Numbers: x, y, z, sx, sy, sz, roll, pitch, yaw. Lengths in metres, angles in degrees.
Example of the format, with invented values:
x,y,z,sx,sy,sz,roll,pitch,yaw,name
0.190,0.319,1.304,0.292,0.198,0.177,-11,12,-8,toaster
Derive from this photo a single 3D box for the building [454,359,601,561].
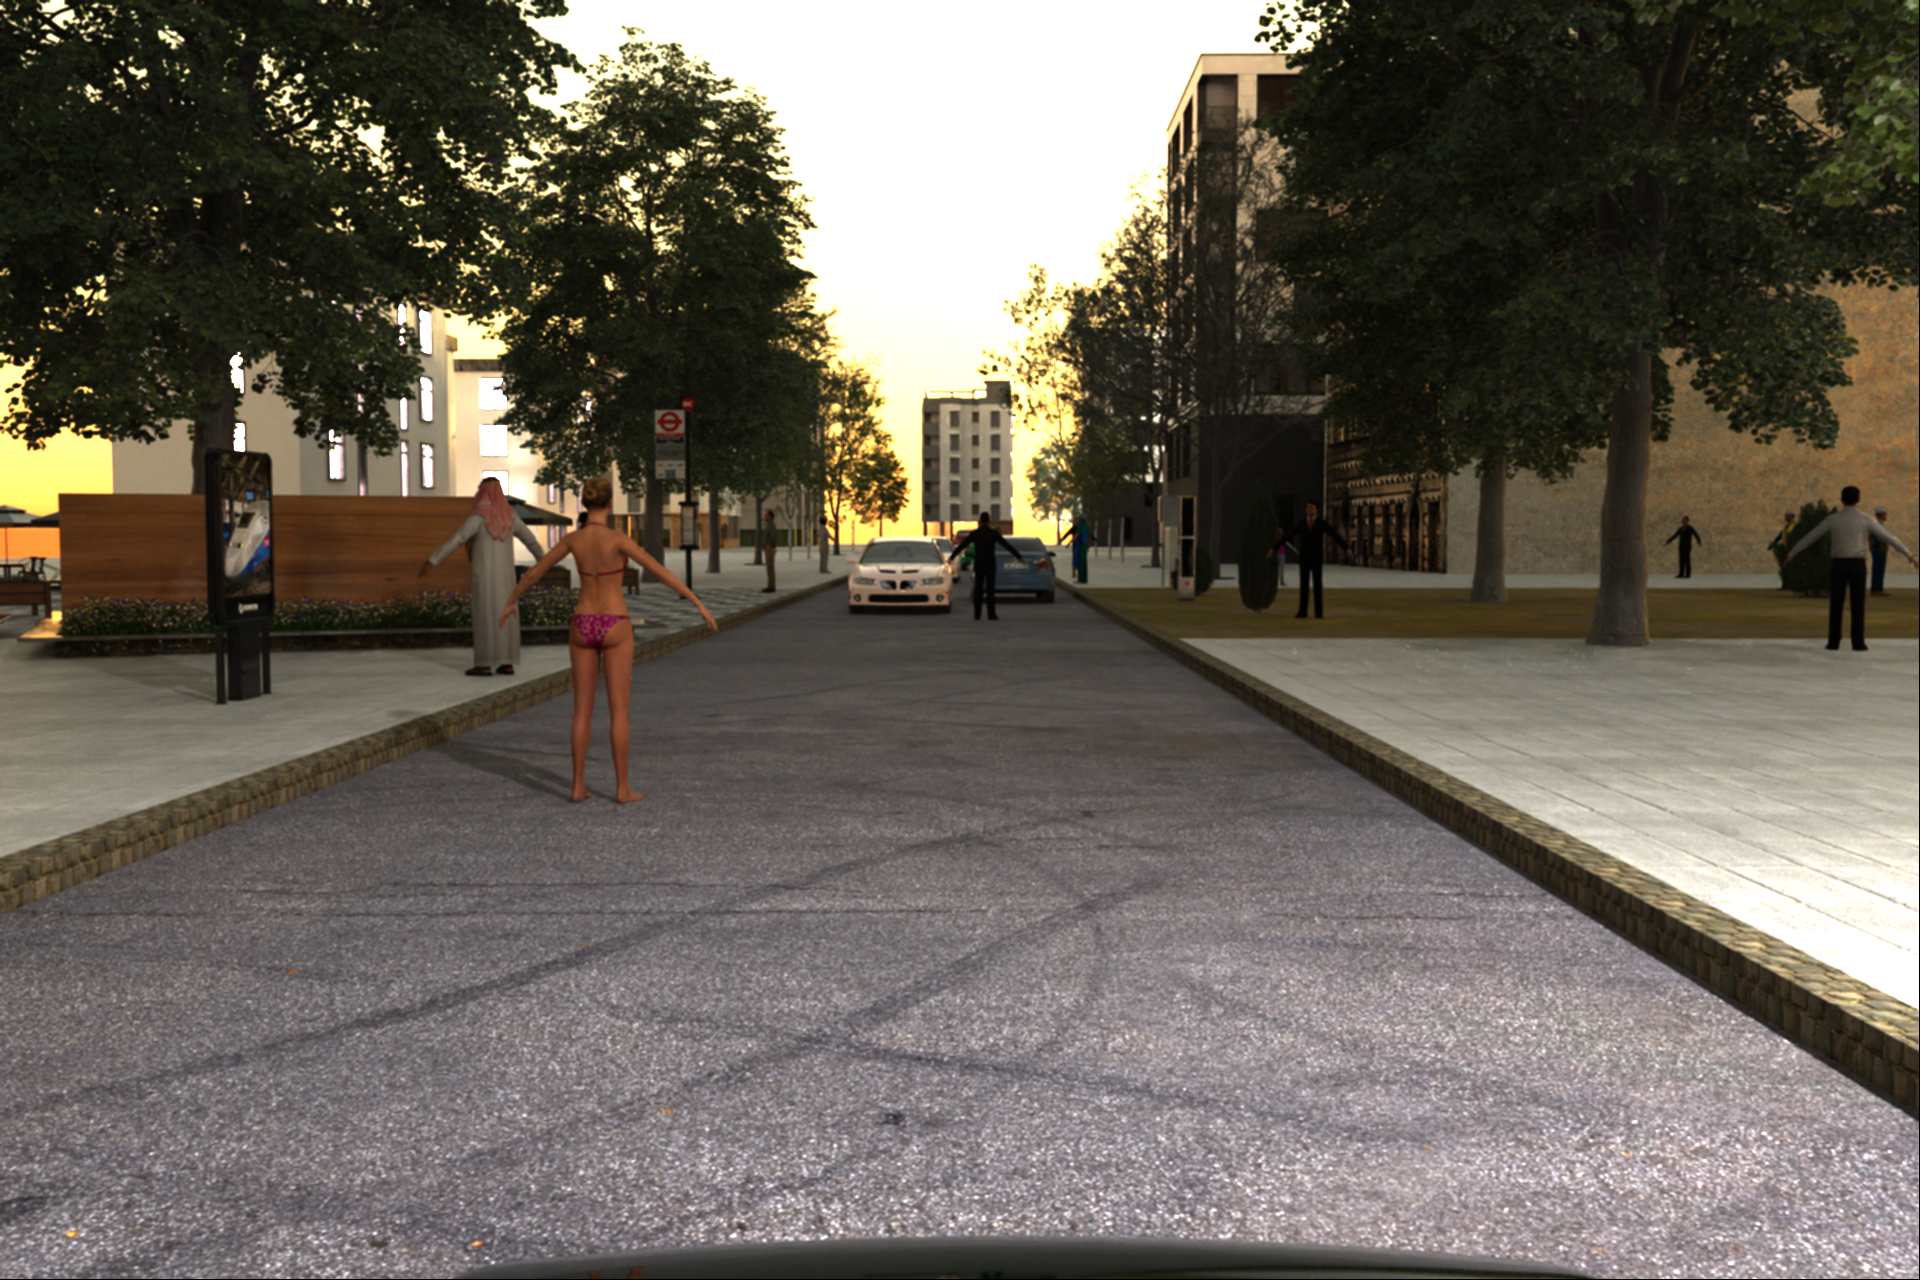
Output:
x,y,z,sx,sy,sz,roll,pitch,yaw,name
-24.622,-9.471,97.003,9.099,9.664,28.070,0,4,0,building

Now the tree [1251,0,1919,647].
x,y,z,sx,sy,sz,roll,pitch,yaw,name
7.701,-6.920,19.794,9.857,13.997,8.962,0,3,0,tree

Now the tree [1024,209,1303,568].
x,y,z,sx,sy,sz,roll,pitch,yaw,name
7.428,-9.530,66.190,12.009,13.543,11.850,0,3,0,tree

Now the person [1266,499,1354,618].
x,y,z,sx,sy,sz,roll,pitch,yaw,name
5.349,-1.237,26.408,1.347,1.806,0.705,2,4,26,person

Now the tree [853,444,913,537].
x,y,z,sx,sy,sz,roll,pitch,yaw,name
-9.489,-18.250,216.522,7.486,12.596,7.792,0,3,0,tree

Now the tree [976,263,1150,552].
x,y,z,sx,sy,sz,roll,pitch,yaw,name
7.460,-16.216,121.028,12.611,20.169,13.585,0,3,0,tree

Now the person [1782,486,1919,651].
x,y,z,sx,sy,sz,roll,pitch,yaw,name
9.830,-0.795,19.158,1.344,1.810,0.704,2,4,32,person

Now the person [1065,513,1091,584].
x,y,z,sx,sy,sz,roll,pitch,yaw,name
3.098,-2.346,44.476,0.704,1.817,1.347,2,4,30,person

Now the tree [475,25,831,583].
x,y,z,sx,sy,sz,roll,pitch,yaw,name
-8.052,-8.491,45.488,9.857,13.997,8.962,0,3,0,tree

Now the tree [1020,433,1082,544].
x,y,z,sx,sy,sz,roll,pitch,yaw,name
12.482,-18.962,216.683,9.857,13.997,8.962,0,3,0,tree

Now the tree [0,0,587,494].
x,y,z,sx,sy,sz,roll,pitch,yaw,name
-8.765,-6.926,19.899,9.857,13.997,8.962,0,3,0,tree

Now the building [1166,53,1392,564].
x,y,z,sx,sy,sz,roll,pitch,yaw,name
24.403,-15.055,90.128,27.936,21.610,32.646,0,4,1,building

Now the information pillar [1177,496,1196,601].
x,y,z,sx,sy,sz,roll,pitch,yaw,name
4.363,-1.766,33.371,0.304,2.012,0.304,0,4,-1,information pillar

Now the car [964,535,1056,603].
x,y,z,sx,sy,sz,roll,pitch,yaw,name
1.103,-1.557,37.456,2.014,1.417,4.499,0,4,0,car

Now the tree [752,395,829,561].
x,y,z,sx,sy,sz,roll,pitch,yaw,name
-8.112,-8.082,82.511,4.360,8.622,3.978,0,3,0,tree

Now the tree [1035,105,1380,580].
x,y,z,sx,sy,sz,roll,pitch,yaw,name
7.405,-8.481,49.030,12.009,13.543,11.850,0,3,0,tree

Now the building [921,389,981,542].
x,y,z,sx,sy,sz,roll,pitch,yaw,name
-4.560,-21.969,218.076,11.380,20.090,16.016,1,4,10,building

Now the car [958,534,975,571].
x,y,z,sx,sy,sz,roll,pitch,yaw,name
0.909,-3.703,69.334,1.959,1.807,4.718,0,4,0,car

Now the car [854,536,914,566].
x,y,z,sx,sy,sz,roll,pitch,yaw,name
-1.821,-2.129,47.170,2.083,1.381,4.827,0,4,0,car

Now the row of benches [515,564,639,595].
x,y,z,sx,sy,sz,roll,pitch,yaw,name
-8.738,-1.247,35.858,4.104,0.672,1.422,-2,4,-26,row of benches

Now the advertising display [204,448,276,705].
x,y,z,sx,sy,sz,roll,pitch,yaw,name
-5.573,-0.503,13.442,0.123,1.923,0.974,0,4,0,advertising display

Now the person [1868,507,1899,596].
x,y,z,sx,sy,sz,roll,pitch,yaw,name
19.134,-1.843,35.988,0.705,1.847,1.347,0,4,6,person

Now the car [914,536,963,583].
x,y,z,sx,sy,sz,roll,pitch,yaw,name
-0.938,-2.449,52.397,2.083,1.381,4.827,0,4,1,car

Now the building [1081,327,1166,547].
x,y,z,sx,sy,sz,roll,pitch,yaw,name
26.968,-21.010,187.489,27.936,21.610,32.646,0,4,1,building

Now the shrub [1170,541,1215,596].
x,y,z,sx,sy,sz,roll,pitch,yaw,name
4.838,-1.524,36.028,1.383,1.207,1.383,0,3,0,shrub

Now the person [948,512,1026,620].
x,y,z,sx,sy,sz,roll,pitch,yaw,name
0.426,-1.246,29.050,1.346,1.802,0.704,1,4,14,person

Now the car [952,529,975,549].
x,y,z,sx,sy,sz,roll,pitch,yaw,name
0.543,-6.942,122.168,2.281,1.827,5.304,0,4,1,car

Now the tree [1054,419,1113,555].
x,y,z,sx,sy,sz,roll,pitch,yaw,name
7.722,-9.479,105.348,4.360,8.622,3.978,0,3,0,tree

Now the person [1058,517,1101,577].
x,y,z,sx,sy,sz,roll,pitch,yaw,name
3.533,-2.775,51.504,1.346,1.812,0.704,-1,4,-16,person

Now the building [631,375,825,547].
x,y,z,sx,sy,sz,roll,pitch,yaw,name
-24.867,-19.889,191.636,16.747,18.905,31.486,0,4,1,building

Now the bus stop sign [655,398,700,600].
x,y,z,sx,sy,sz,roll,pitch,yaw,name
-5.540,-2.769,33.984,0.855,3.939,0.416,0,4,0,bus stop sign

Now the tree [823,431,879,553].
x,y,z,sx,sy,sz,roll,pitch,yaw,name
-7.389,-10.285,118.527,4.737,8.622,4.395,0,3,0,tree

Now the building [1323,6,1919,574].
x,y,z,sx,sy,sz,roll,pitch,yaw,name
24.735,-14.245,63.841,19.493,23.208,18.063,0,3,0,building

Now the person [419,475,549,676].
x,y,z,sx,sy,sz,roll,pitch,yaw,name
-4.271,-0.589,15.771,0.704,1.811,1.347,3,5,42,person

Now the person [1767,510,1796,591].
x,y,z,sx,sy,sz,roll,pitch,yaw,name
18.695,-2.027,39.104,0.705,1.833,1.349,0,4,-4,person

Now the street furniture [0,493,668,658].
x,y,z,sx,sy,sz,roll,pitch,yaw,name
-7.144,-0.877,21.202,11.010,1.723,9.812,-2,4,-25,street furniture

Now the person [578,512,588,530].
x,y,z,sx,sy,sz,roll,pitch,yaw,name
-9.051,-2.192,41.981,0.704,1.843,1.345,-1,4,-21,person

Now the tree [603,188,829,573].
x,y,z,sx,sy,sz,roll,pitch,yaw,name
-8.086,-8.521,57.439,7.486,12.596,7.792,0,3,0,tree

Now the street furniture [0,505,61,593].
x,y,z,sx,sy,sz,roll,pitch,yaw,name
-32.863,-1.962,37.109,27.439,1.986,14.083,1,4,8,street furniture

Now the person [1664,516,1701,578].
x,y,z,sx,sy,sz,roll,pitch,yaw,name
21.152,-2.713,50.581,0.704,1.802,1.346,-2,4,-24,person

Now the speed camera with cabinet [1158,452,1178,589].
x,y,z,sx,sy,sz,roll,pitch,yaw,name
5.168,-2.876,41.356,0.660,3.252,2.038,0,4,-1,speed camera with cabinet

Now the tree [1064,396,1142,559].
x,y,z,sx,sy,sz,roll,pitch,yaw,name
7.522,-8.408,87.838,4.737,8.622,4.395,0,3,0,tree

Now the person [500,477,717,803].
x,y,z,sx,sy,sz,roll,pitch,yaw,name
-1.907,-0.004,9.320,1.217,1.733,0.721,1,4,8,person

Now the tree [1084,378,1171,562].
x,y,z,sx,sy,sz,roll,pitch,yaw,name
7.278,-7.828,78.350,4.360,8.622,3.978,0,3,0,tree

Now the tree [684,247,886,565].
x,y,z,sx,sy,sz,roll,pitch,yaw,name
-8.268,-9.867,71.691,12.009,13.543,11.850,0,3,0,tree

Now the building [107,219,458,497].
x,y,z,sx,sy,sz,roll,pitch,yaw,name
-22.201,-7.225,60.275,9.099,9.664,28.070,0,4,0,building

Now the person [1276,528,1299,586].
x,y,z,sx,sy,sz,roll,pitch,yaw,name
7.962,-2.064,43.005,0.991,1.433,0.599,3,5,41,person

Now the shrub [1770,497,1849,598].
x,y,z,sx,sy,sz,roll,pitch,yaw,name
17.351,-1.874,35.065,1.690,2.028,1.600,0,3,0,shrub

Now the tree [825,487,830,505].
x,y,z,sx,sy,sz,roll,pitch,yaw,name
-19.711,-17.634,214.078,9.928,11.665,9.643,0,3,0,tree

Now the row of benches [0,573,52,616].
x,y,z,sx,sy,sz,roll,pitch,yaw,name
-15.729,-0.642,25.958,1.422,0.672,4.104,3,5,42,row of benches

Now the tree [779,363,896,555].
x,y,z,sx,sy,sz,roll,pitch,yaw,name
-7.608,-10.942,104.664,9.928,11.665,9.643,0,3,0,tree

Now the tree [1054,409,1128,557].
x,y,z,sx,sy,sz,roll,pitch,yaw,name
7.558,-8.976,97.128,4.737,8.622,4.395,0,3,0,tree

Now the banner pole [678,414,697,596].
x,y,z,sx,sy,sz,roll,pitch,yaw,name
-5.669,-2.824,36.189,0.401,3.779,0.863,0,3,0,banner pole

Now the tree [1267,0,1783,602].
x,y,z,sx,sy,sz,roll,pitch,yaw,name
10.006,-7.700,32.543,9.857,13.997,8.962,0,3,0,tree

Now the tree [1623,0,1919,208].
x,y,z,sx,sy,sz,roll,pitch,yaw,name
7.026,-5.530,8.535,7.486,12.596,7.792,0,3,0,tree

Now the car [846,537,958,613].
x,y,z,sx,sy,sz,roll,pitch,yaw,name
-1.082,-1.256,32.892,2.083,1.381,4.827,0,4,0,car

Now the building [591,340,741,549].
x,y,z,sx,sy,sz,roll,pitch,yaw,name
-25.578,-17.911,149.267,16.016,20.090,11.380,0,3,0,building

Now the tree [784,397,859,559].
x,y,z,sx,sy,sz,roll,pitch,yaw,name
-7.574,-8.456,88.621,4.737,8.622,4.395,0,3,0,tree

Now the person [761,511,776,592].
x,y,z,sx,sy,sz,roll,pitch,yaw,name
-4.230,-1.960,38.314,0.705,1.796,1.348,-1,4,-10,person

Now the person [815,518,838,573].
x,y,z,sx,sy,sz,roll,pitch,yaw,name
-4.444,-3.105,56.945,0.705,1.806,1.347,-3,4,-36,person
